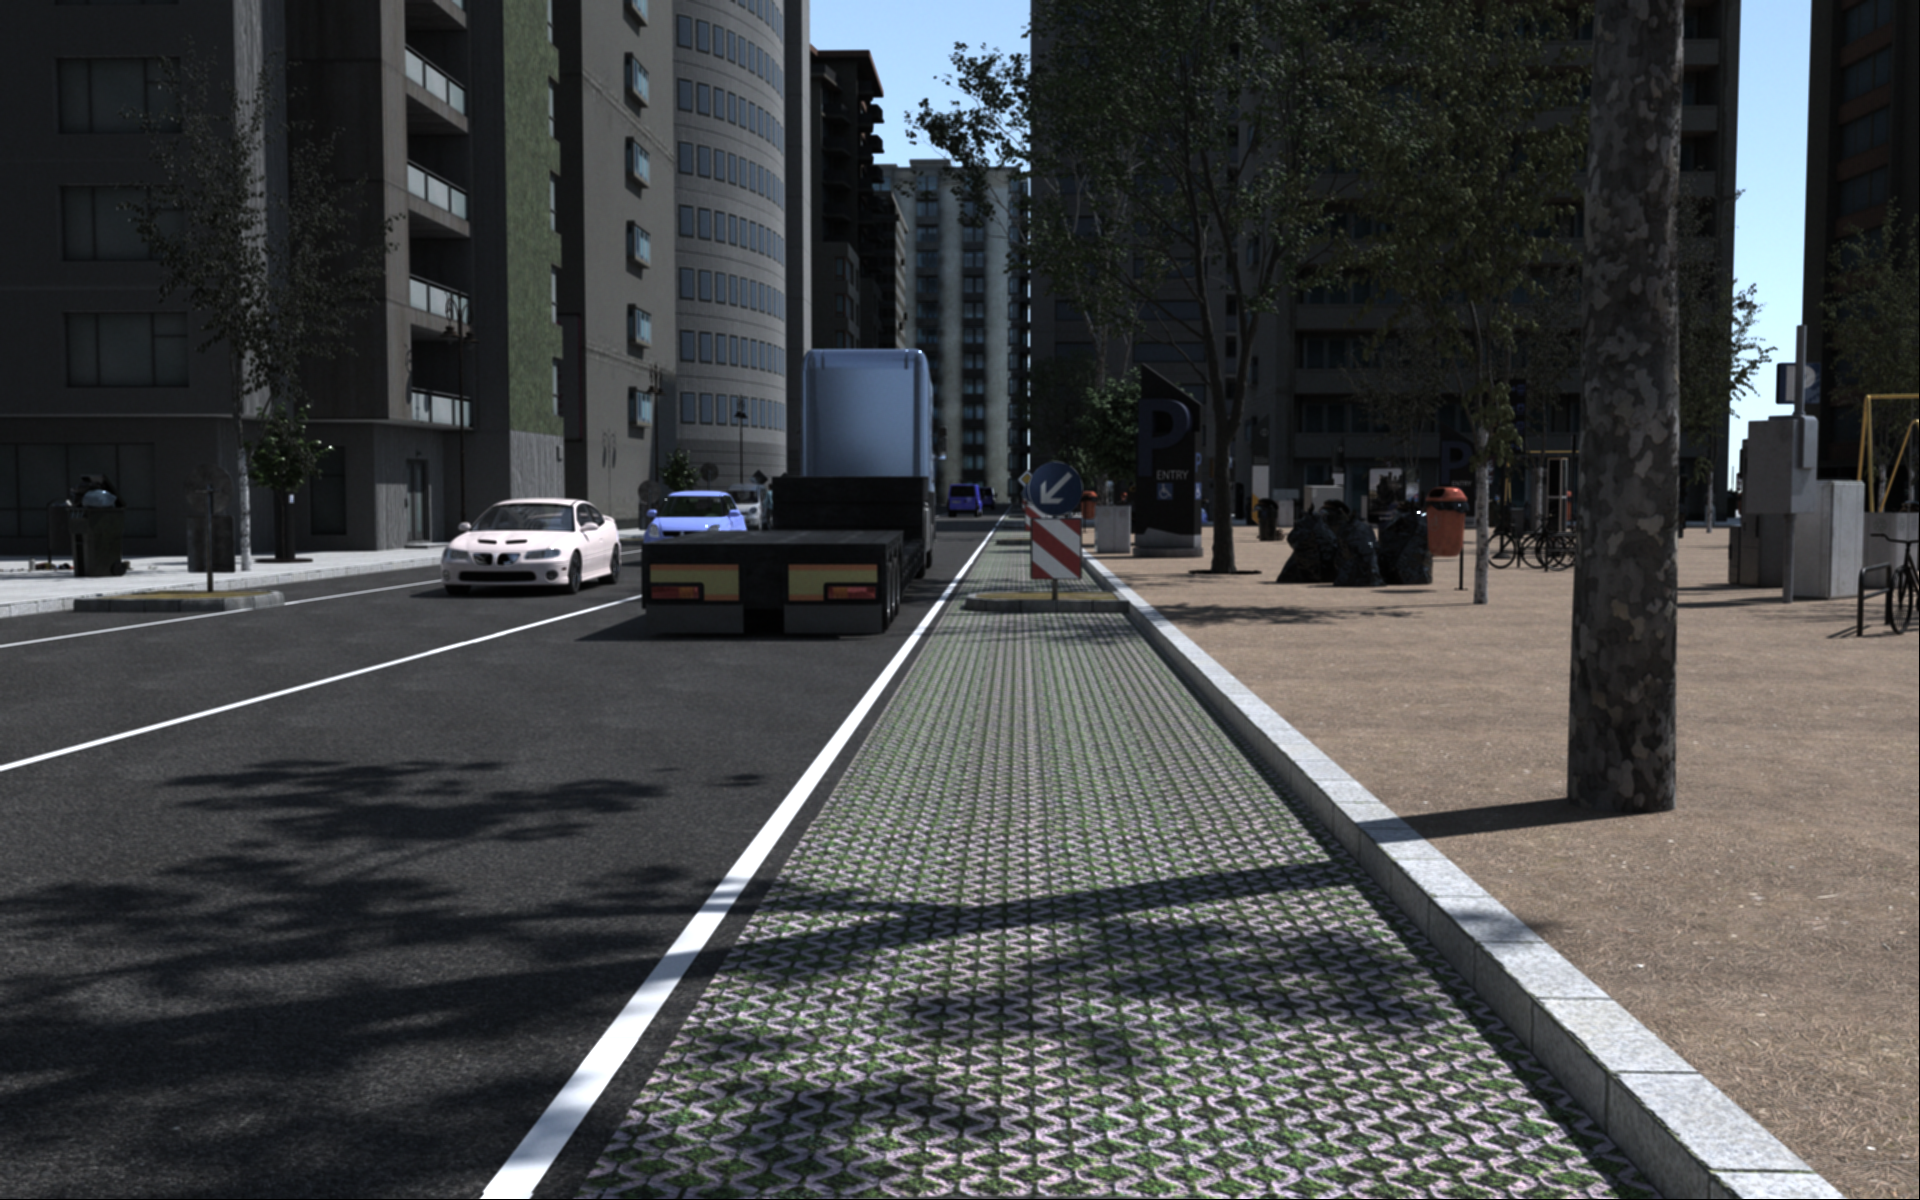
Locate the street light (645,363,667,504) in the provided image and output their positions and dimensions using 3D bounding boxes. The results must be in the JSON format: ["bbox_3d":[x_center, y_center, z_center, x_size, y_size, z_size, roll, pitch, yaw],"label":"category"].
[{"bbox_3d":[-10.694,-5.400,61.079,0.468,5.910,1.993,0,4,2],"label":"street light"}]

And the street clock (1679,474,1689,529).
[{"bbox_3d":[26.581,-3.612,63.634,0.358,2.002,0.471,1,4,21],"label":"street clock"}]

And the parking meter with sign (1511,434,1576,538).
[{"bbox_3d":[17.056,-3.329,50.684,1.738,3.016,0.543,1,4,16],"label":"parking meter with sign"}]

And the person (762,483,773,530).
[{"bbox_3d":[-6.915,-3.375,63.707,0.660,1.820,0.620,-3,5,-44],"label":"person"}]

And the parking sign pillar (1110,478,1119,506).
[{"bbox_3d":[9.856,-7.655,113.635,1.447,3.967,1.447,-1,4,-16],"label":"parking sign pillar"}]

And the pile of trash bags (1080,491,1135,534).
[{"bbox_3d":[5.430,-2.873,56.729,3.447,1.369,1.912,2,4,33],"label":"pile of trash bags"}]

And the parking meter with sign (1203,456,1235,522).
[{"bbox_3d":[11.947,-5.163,80.680,0.543,3.016,1.738,-2,4,-27],"label":"parking meter with sign"}]

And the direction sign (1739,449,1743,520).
[{"bbox_3d":[39.544,-5.827,87.271,0.876,3.537,0.379,-2,4,-30],"label":"direction sign"}]

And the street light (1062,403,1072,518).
[{"bbox_3d":[5.392,-7.020,87.572,0.468,5.910,1.993,0,4,2],"label":"street light"}]

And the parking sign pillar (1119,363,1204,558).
[{"bbox_3d":[4.260,-2.867,35.351,1.447,3.967,1.447,2,4,29],"label":"parking sign pillar"}]

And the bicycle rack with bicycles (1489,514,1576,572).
[{"bbox_3d":[10.453,-0.987,29.515,2.925,0.926,2.852,0,4,5],"label":"bicycle rack with bicycles"}]

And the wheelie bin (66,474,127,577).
[{"bbox_3d":[-13.403,-1.161,26.887,0.980,1.594,0.693,2,4,31],"label":"wheelie bin"}]

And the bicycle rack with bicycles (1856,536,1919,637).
[{"bbox_3d":[9.525,-0.149,15.818,2.852,0.926,2.925,3,4,36],"label":"bicycle rack with bicycles"}]

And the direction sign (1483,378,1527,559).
[{"bbox_3d":[10.748,-2.585,34.262,0.876,3.537,0.379,3,5,41],"label":"direction sign"}]

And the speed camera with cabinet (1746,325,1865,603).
[{"bbox_3d":[10.252,-1.629,20.965,2.038,3.252,0.660,-3,5,-41],"label":"speed camera with cabinet"}]

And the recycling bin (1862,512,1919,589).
[{"bbox_3d":[12.615,-0.685,23.751,0.722,1.027,0.722,-3,4,-37],"label":"recycling bin"}]

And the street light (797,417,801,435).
[{"bbox_3d":[-9.279,-7.878,101.586,0.468,5.910,1.993,0,4,2],"label":"street light"}]

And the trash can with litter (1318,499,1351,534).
[{"bbox_3d":[8.202,-1.595,37.458,0.624,1.170,1.055,3,4,38],"label":"trash can with litter"}]

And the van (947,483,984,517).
[{"bbox_3d":[0.330,-6.378,108.660,2.240,2.365,5.245,0,4,4],"label":"van"}]

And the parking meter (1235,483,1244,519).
[{"bbox_3d":[14.238,-5.045,88.197,0.399,1.863,0.255,-3,4,-37],"label":"parking meter"}]

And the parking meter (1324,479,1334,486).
[{"bbox_3d":[13.769,-3.612,64.761,0.399,1.863,0.255,0,4,7],"label":"parking meter"}]

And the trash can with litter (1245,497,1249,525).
[{"bbox_3d":[12.213,-3.664,71.289,0.624,1.170,1.055,-2,4,-31],"label":"trash can with litter"}]

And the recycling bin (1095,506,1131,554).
[{"bbox_3d":[3.319,-1.538,37.692,0.722,1.027,0.722,0,4,-1],"label":"recycling bin"}]

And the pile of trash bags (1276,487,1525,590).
[{"bbox_3d":[5.986,-0.895,24.387,1.912,1.369,3.447,-1,4,-21],"label":"pile of trash bags"}]

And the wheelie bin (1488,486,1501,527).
[{"bbox_3d":[20.464,-3.603,66.819,0.693,1.594,0.980,-3,5,-40],"label":"wheelie bin"}]

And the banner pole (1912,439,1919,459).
[{"bbox_3d":[43.450,-5.433,78.846,0.401,3.779,0.863,1,4,9],"label":"banner pole"}]

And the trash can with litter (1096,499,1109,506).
[{"bbox_3d":[5.605,-3.514,68.845,0.624,1.170,1.055,0,4,3],"label":"trash can with litter"}]

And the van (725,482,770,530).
[{"bbox_3d":[-8.381,-3.679,67.170,2.013,2.044,4.112,0,4,1],"label":"van"}]

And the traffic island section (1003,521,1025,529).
[{"bbox_3d":[3.061,-3.485,79.256,2.009,0.180,2.903,0,4,2],"label":"traffic island section"}]

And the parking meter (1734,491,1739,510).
[{"bbox_3d":[62.923,-8.076,140.446,0.372,1.533,0.369,0,3,0],"label":"parking meter"}]

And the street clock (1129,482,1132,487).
[{"bbox_3d":[9.817,-5.729,98.240,0.471,2.002,0.358,-1,4,-8],"label":"street clock"}]

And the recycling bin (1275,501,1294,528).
[{"bbox_3d":[12.521,-3.314,66.746,0.722,1.027,0.722,0,4,-5],"label":"recycling bin"}]

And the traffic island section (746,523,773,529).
[{"bbox_3d":[-8.349,-3.020,71.663,2.009,0.180,2.903,0,4,2],"label":"traffic island section"}]

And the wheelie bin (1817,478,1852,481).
[{"bbox_3d":[17.105,-1.588,33.876,0.693,1.594,0.980,-3,4,-38],"label":"wheelie bin"}]

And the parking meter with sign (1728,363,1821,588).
[{"bbox_3d":[11.141,-1.689,23.881,0.543,3.016,1.738,0,4,1],"label":"parking meter with sign"}]

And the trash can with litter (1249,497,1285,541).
[{"bbox_3d":[8.474,-2.204,47.423,0.624,1.170,1.055,2,4,32],"label":"trash can with litter"}]

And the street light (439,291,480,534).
[{"bbox_3d":[-11.395,-4.087,39.610,0.468,5.910,1.993,0,4,2],"label":"street light"}]

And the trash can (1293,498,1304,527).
[{"bbox_3d":[11.118,-2.719,56.108,0.748,1.137,0.748,0,3,0],"label":"trash can"}]

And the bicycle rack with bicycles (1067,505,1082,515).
[{"bbox_3d":[7.098,-5.754,107.455,2.852,0.926,2.925,-2,4,-27],"label":"bicycle rack with bicycles"}]

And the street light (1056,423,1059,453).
[{"bbox_3d":[6.166,-8.396,110.055,0.468,5.910,1.993,0,4,2],"label":"street light"}]

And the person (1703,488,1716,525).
[{"bbox_3d":[32.347,-4.015,74.698,0.519,1.759,0.362,1,4,10],"label":"person"}]

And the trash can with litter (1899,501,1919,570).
[{"bbox_3d":[16.387,-1.094,29.270,1.055,1.170,0.624,-1,4,-9],"label":"trash can with litter"}]

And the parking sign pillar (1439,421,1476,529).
[{"bbox_3d":[18.258,-4.593,63.572,1.447,3.967,1.447,1,4,18],"label":"parking sign pillar"}]

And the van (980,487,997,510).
[{"bbox_3d":[2.257,-9.550,160.533,2.240,2.365,5.245,0,4,3],"label":"van"}]

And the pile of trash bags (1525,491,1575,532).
[{"bbox_3d":[18.736,-2.818,55.820,1.912,1.369,3.447,-1,4,-13],"label":"pile of trash bags"}]

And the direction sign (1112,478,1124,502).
[{"bbox_3d":[10.072,-7.264,110.764,0.876,3.537,0.379,3,4,36],"label":"direction sign"}]

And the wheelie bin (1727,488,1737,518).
[{"bbox_3d":[41.949,-5.286,94.340,0.693,1.594,0.980,2,4,23],"label":"wheelie bin"}]

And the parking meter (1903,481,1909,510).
[{"bbox_3d":[43.857,-4.558,80.232,0.255,1.863,0.399,2,4,28],"label":"parking meter"}]

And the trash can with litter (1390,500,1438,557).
[{"bbox_3d":[9.413,-1.477,35.537,1.055,1.170,0.624,-1,4,-21],"label":"trash can with litter"}]

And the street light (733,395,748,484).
[{"bbox_3d":[-10.077,-6.546,79.821,0.468,5.910,1.993,0,4,2],"label":"street light"}]

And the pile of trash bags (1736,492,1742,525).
[{"bbox_3d":[31.411,-3.462,66.349,1.912,1.369,3.447,-3,4,-37],"label":"pile of trash bags"}]

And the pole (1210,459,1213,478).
[{"bbox_3d":[15.574,-6.927,107.097,0.158,3.312,0.155,0,3,0],"label":"pole"}]

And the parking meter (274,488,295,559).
[{"bbox_3d":[-13.469,-1.597,34.519,0.372,1.533,0.369,0,3,0],"label":"parking meter"}]

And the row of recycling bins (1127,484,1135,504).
[{"bbox_3d":[6.946,-3.263,60.460,1.069,1.692,3.534,-2,4,-24],"label":"row of recycling bins"}]

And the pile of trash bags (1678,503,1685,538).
[{"bbox_3d":[20.119,-2.493,50.507,1.912,1.369,3.447,1,4,19],"label":"pile of trash bags"}]

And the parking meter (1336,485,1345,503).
[{"bbox_3d":[10.325,-2.385,47.404,0.372,1.533,0.369,0,3,0],"label":"parking meter"}]
